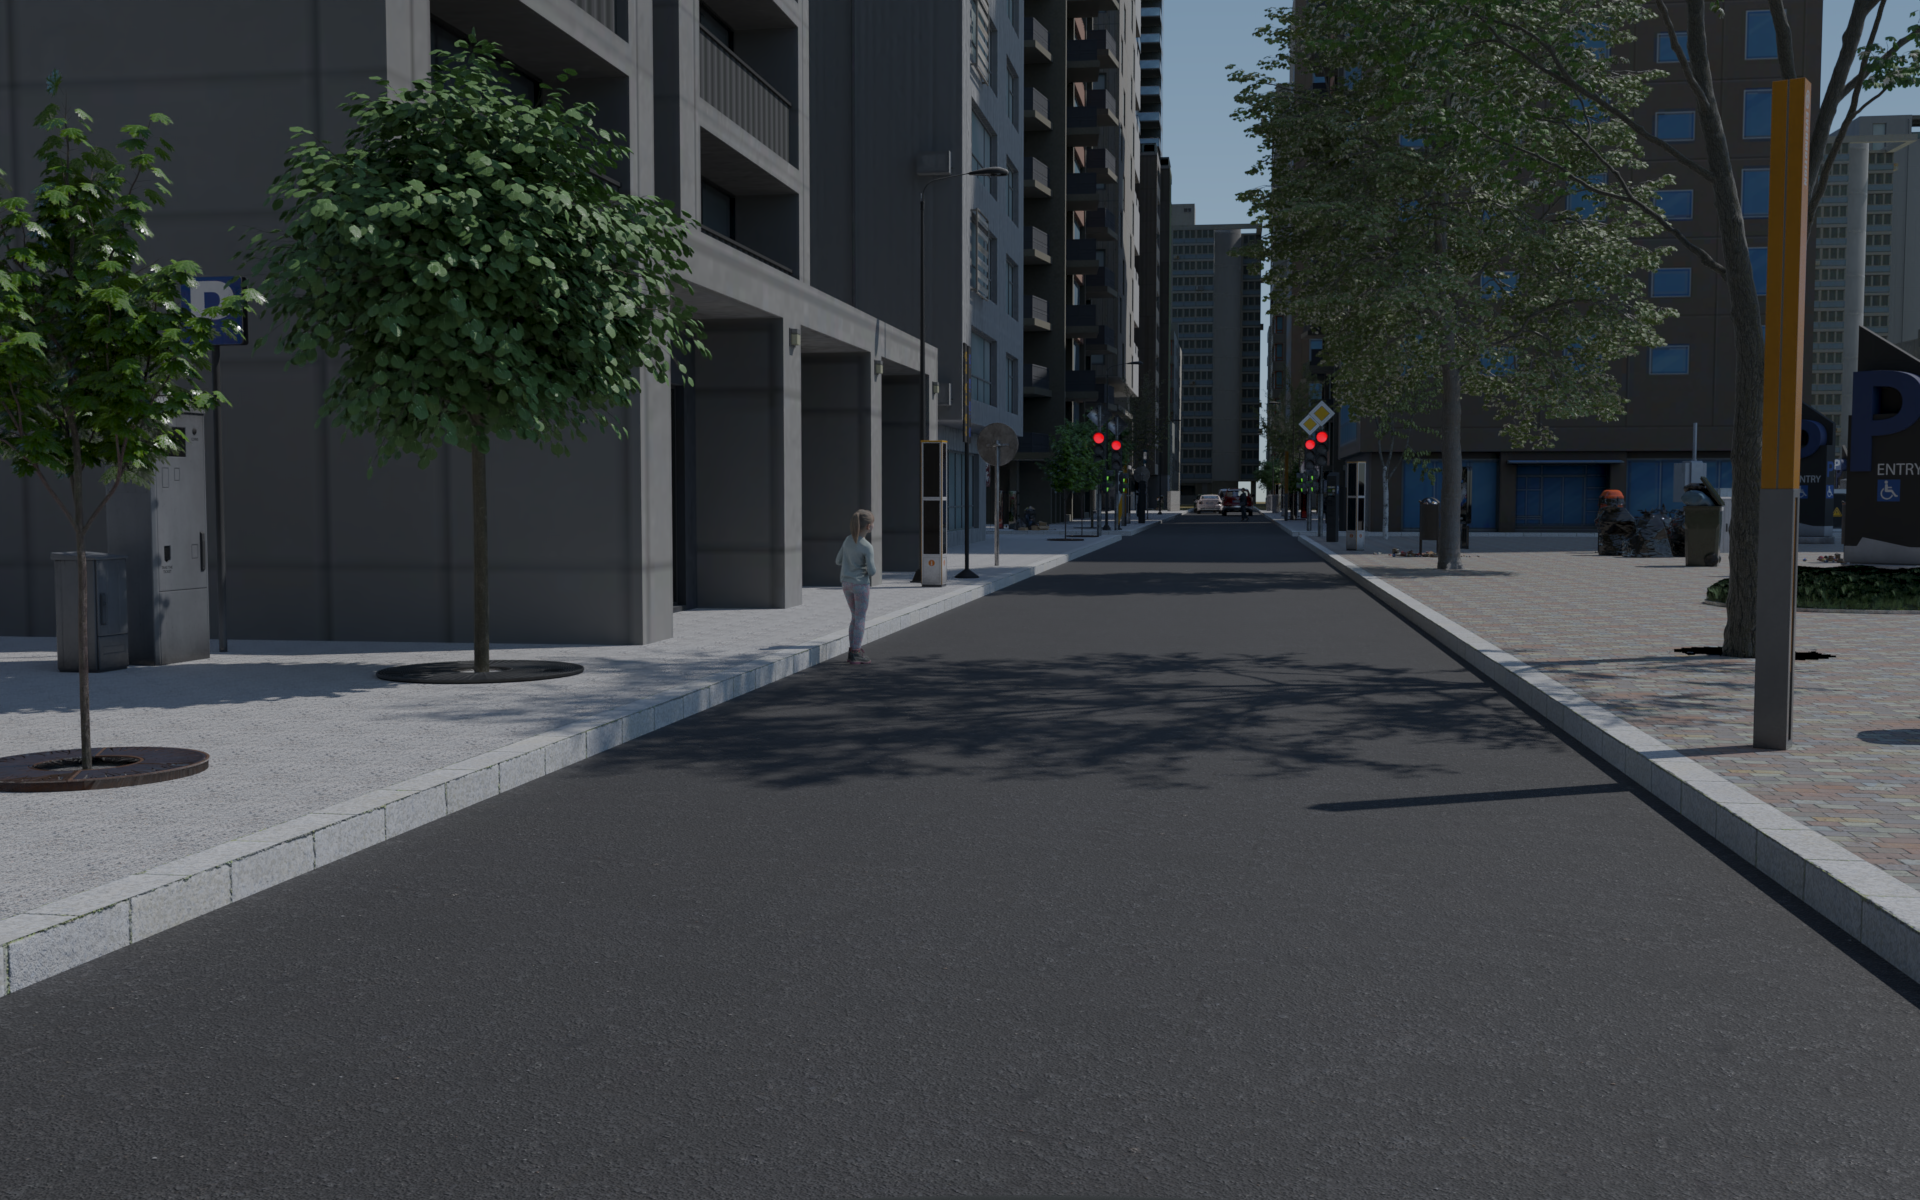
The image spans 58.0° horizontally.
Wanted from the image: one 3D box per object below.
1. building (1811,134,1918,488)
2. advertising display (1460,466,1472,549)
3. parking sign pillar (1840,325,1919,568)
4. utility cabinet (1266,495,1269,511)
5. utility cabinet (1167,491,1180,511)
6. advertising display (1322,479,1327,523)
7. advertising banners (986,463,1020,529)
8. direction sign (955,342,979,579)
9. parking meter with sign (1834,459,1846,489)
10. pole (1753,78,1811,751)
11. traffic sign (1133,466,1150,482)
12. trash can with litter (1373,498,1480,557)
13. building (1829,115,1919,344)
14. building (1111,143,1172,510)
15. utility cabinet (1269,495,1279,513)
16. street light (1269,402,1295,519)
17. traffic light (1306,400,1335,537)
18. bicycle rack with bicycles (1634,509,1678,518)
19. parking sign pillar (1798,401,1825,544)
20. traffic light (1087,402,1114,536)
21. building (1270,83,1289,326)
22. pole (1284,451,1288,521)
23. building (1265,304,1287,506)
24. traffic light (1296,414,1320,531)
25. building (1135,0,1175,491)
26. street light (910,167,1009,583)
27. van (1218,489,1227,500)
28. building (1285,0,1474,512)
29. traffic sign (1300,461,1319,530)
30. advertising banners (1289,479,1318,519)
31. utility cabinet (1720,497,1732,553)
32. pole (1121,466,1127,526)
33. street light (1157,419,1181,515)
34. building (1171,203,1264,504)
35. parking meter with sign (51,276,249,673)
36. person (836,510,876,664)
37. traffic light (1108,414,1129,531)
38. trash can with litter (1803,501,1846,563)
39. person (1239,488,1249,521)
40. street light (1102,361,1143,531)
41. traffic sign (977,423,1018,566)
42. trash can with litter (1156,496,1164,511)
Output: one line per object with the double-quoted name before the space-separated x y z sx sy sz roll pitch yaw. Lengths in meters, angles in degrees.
"building" 82.486 -30.084 183.753 23.993 40.220 32.217 1 4 9
"advertising display" 11.813 -2.173 40.746 0.123 1.923 0.974 0 4 -3
"parking sign pillar" 14.690 -2.369 27.200 1.447 3.967 1.447 -3 4 -38
"utility cabinet" 23.463 -7.328 130.982 0.306 1.237 1.020 -1 4 -9
"utility cabinet" 15.696 -7.256 127.322 0.318 1.500 1.173 3 5 42
"advertising display" 16.145 -4.316 75.781 0.974 1.923 0.123 -3 5 -40
"advertising banners" 1.457 -4.117 63.507 0.090 3.025 2.074 -3 5 -40
"direction sign" 0.105 -2.103 26.374 0.379 3.537 0.876 0 4 6
"parking meter with sign" 43.707 -5.443 85.252 0.543 3.016 1.738 -1 4 -16
"pole" 4.113 -0.907 8.665 0.158 3.312 0.155 0 3 0
"traffic sign" 8.322 -4.849 79.392 0.768 2.556 0.104 1 4 10
"trash can with litter" 9.519 -1.515 35.825 1.678 1.210 2.233 -2 4 -27
"building" 102.663 -30.939 189.447 14.086 41.232 14.154 1 4 9
"building" 10.136 -22.726 143.274 14.160 30.474 14.107 1 4 9
"utility cabinet" 21.480 -6.529 117.912 0.306 1.237 1.020 1 4 20
"street light" 16.226 -7.012 87.193 1.470 5.913 1.316 1 4 9
"traffic light" 10.815 -3.857 51.981 0.839 4.253 0.868 1 4 9
"bicycle rack with bicycles" 16.566 -1.672 40.713 2.852 0.926 2.925 -1 4 -15
"parking sign pillar" 21.981 -3.457 44.988 1.447 3.967 1.447 -2 4 -35
"traffic light" 4.282 -3.919 52.992 0.839 4.253 0.868 1 4 9
"building" 45.890 -34.926 194.736 21.300 48.544 21.600 1 4 9
"pole" 15.523 -5.416 82.391 0.158 3.312 0.155 0 3 0
"building" 44.432 -19.892 170.277 27.650 21.520 28.899 1 4 9
"traffic light" 12.060 -4.339 59.869 0.839 4.253 0.868 1 4 9
"building" 9.587 -52.104 164.579 22.319 86.520 31.000 1 4 9
"street light" -0.006 -3.199 24.840 1.470 5.913 1.316 1 4 9
"van" 22.015 -8.323 143.096 2.013 2.044 4.112 0 4 8
"building" 35.374 -30.505 148.865 14.600 45.320 14.200 1 4 9
"traffic sign" 12.402 -3.738 61.220 0.768 2.556 0.104 1 4 10
"advertising banners" 17.983 -5.767 90.482 0.090 3.025 2.074 -3 4 -36
"utility cabinet" 16.440 -1.623 37.698 1.020 1.237 0.306 -1 4 -20
"pole" 6.552 -4.604 69.118 0.158 3.312 0.155 0 3 0
"street light" 12.967 -8.251 107.437 1.470 5.913 1.316 1 4 9
"building" 28.911 -33.203 234.747 23.993 40.220 32.217 1 4 9
"parking meter with sign" -6.144 -1.034 13.173 0.543 3.016 1.738 1 4 11
"person" -0.858 -0.116 14.671 0.425 1.301 0.394 2 4 27
"traffic light" 5.526 -4.401 60.880 0.839 4.253 0.868 1 4 9
"trash can with litter" 16.885 -1.332 32.840 1.678 1.210 2.233 1 4 15
"person" 14.988 -5.039 91.308 0.534 1.772 0.576 0 4 5
"street light" 5.695 -5.395 60.744 1.470 5.913 1.316 1 4 9
"traffic sign" 0.657 -1.883 30.891 0.768 2.556 0.104 1 4 16
"trash can with litter" 15.202 -7.401 132.385 0.624 1.170 1.055 -1 4 -11
